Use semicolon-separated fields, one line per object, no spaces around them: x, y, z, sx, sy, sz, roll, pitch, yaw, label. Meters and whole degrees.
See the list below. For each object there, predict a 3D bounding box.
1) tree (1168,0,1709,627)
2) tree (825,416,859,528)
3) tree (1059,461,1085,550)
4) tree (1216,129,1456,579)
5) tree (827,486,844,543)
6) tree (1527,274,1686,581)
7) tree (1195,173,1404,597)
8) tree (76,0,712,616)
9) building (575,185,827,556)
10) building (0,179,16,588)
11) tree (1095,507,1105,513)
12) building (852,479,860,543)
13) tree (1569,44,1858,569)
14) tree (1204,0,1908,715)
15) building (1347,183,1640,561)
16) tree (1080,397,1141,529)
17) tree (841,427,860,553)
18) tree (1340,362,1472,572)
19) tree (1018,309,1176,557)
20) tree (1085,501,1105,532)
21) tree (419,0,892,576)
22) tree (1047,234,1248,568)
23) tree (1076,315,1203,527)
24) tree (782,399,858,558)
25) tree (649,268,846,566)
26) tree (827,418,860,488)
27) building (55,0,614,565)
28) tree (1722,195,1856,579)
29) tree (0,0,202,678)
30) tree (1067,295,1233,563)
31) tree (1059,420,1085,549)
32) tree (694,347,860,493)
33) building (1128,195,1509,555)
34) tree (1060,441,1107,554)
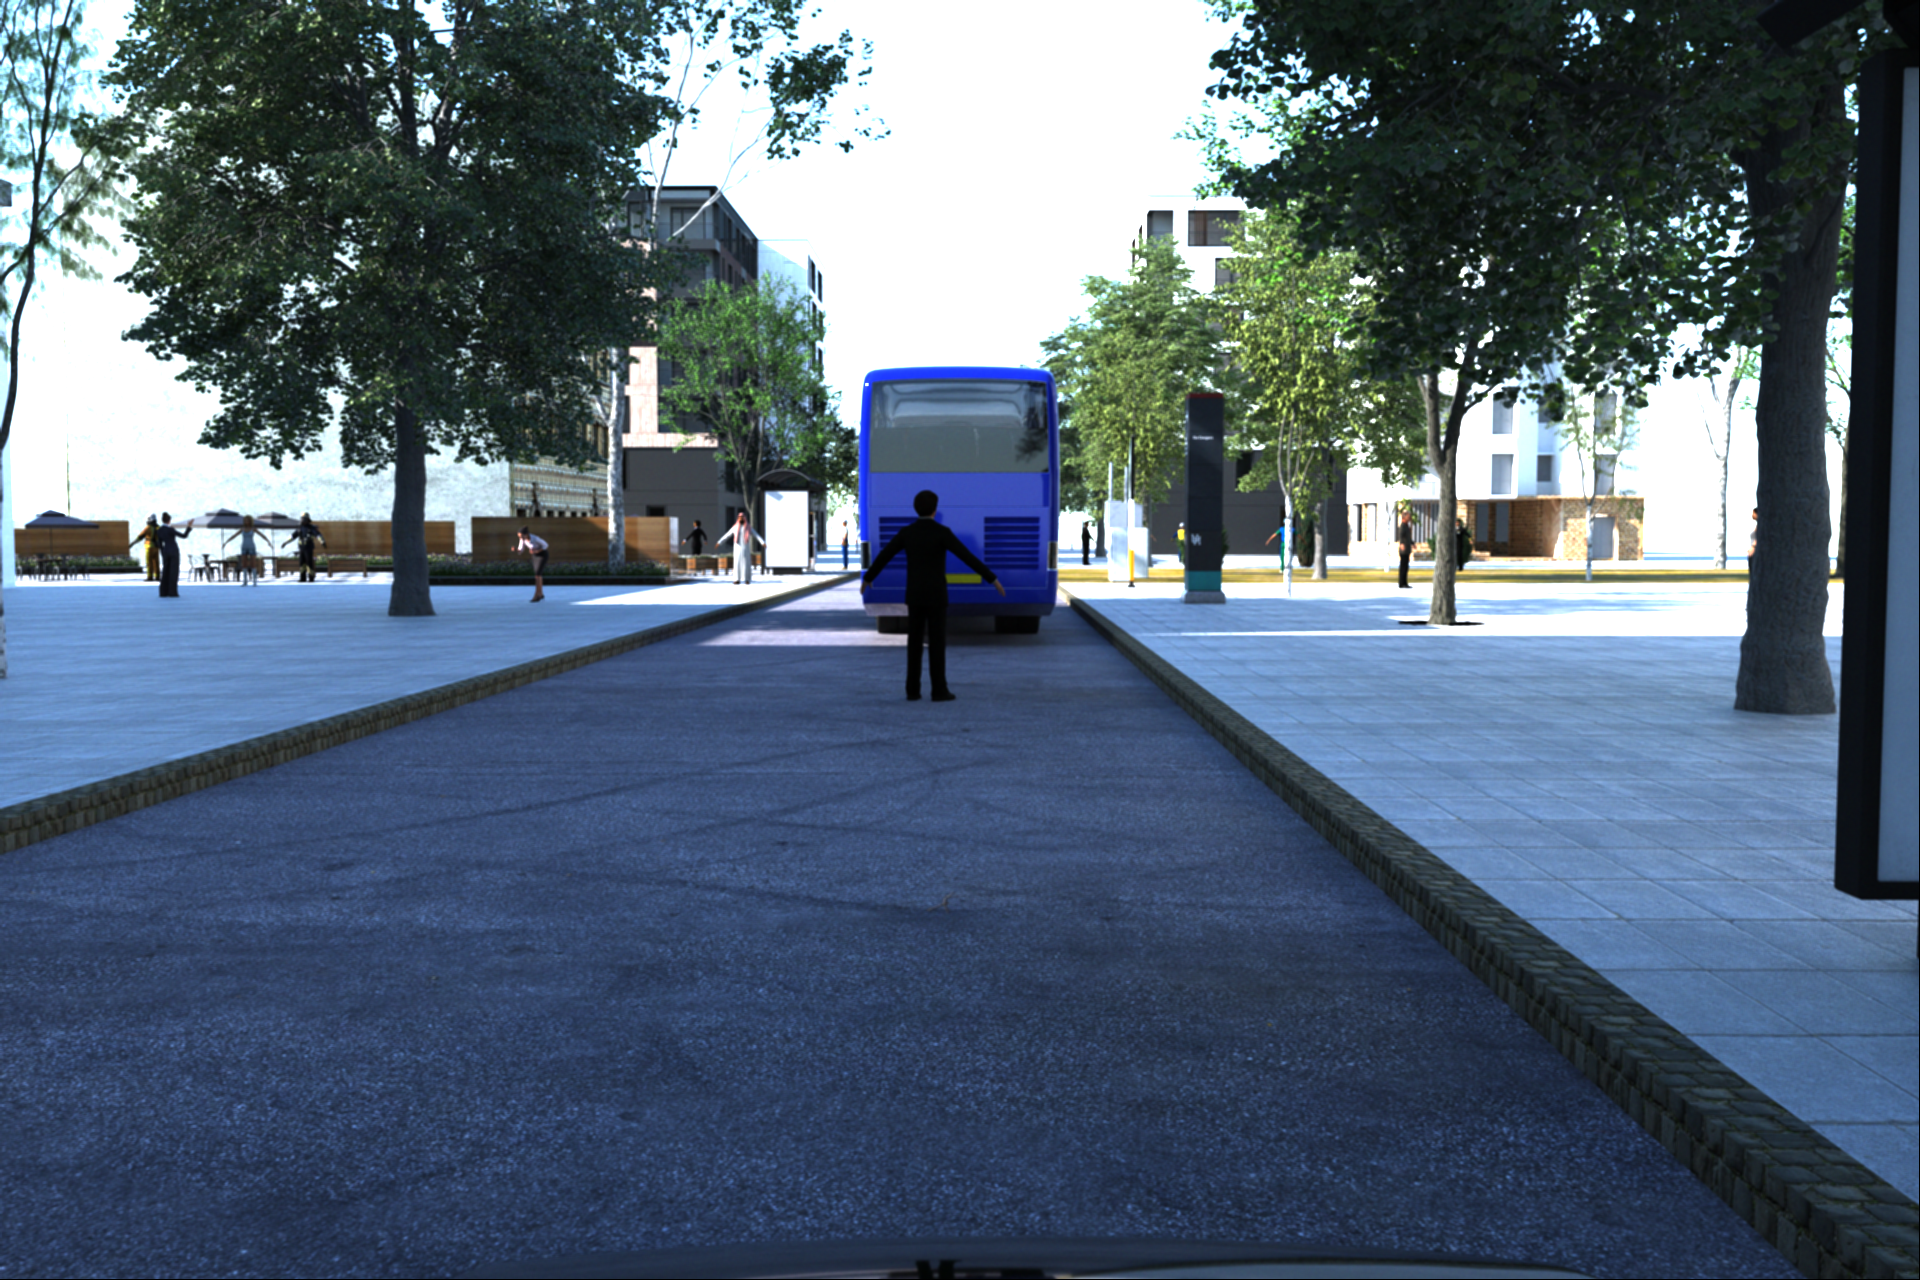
6.777;-6.008;23.988;9.928;11.665;9.643;0;3;0;tree
-6.859;-9.388;103.853;4.737;8.622;4.395;0;3;0;tree
9.279;-11.762;142.677;4.360;8.622;3.978;0;3;0;tree
10.641;-8.019;49.238;7.486;12.596;7.792;0;3;0;tree
-17.662;-17.496;236.416;4.737;8.622;4.395;0;3;0;tree
17.405;-5.961;47.825;4.360;8.622;3.978;0;3;0;tree
6.967;-5.192;35.257;4.737;8.622;4.395;0;3;0;tree
-8.640;-7.361;27.005;9.857;13.997;8.962;0;3;0;tree
-24.515;-16.773;118.218;27.936;21.610;32.646;0;4;1;building
-23.641;-5.223;27.538;9.099;9.664;28.070;0;4;1;building
21.408;-17.797;241.347;4.360;8.622;3.978;0;3;0;tree
-0.594;-18.087;240.322;28.070;9.664;9.099;0;4;4;building
28.632;-12.773;64.734;12.611;20.169;13.585;0;3;0;tree
5.905;-6.458;12.239;9.857;13.997;8.962;0;3;0;tree
26.464;-14.531;94.007;16.016;20.090;11.380;0;4;1;building
7.883;-8.461;88.697;4.737;8.622;4.395;0;3;0;tree
-7.140;-10.150;116.316;4.360;8.622;3.978;0;3;0;tree
14.772;-6.624;58.660;4.737;8.622;4.395;0;3;0;tree
7.773;-11.612;96.504;9.857;13.997;8.962;0;3;0;tree
18.918;-17.478;236.129;4.737;8.622;4.395;0;3;0;tree
-8.169;-11.538;44.531;12.611;20.169;13.585;0;3;0;tree
7.205;-9.011;65.453;7.486;12.596;7.792;0;3;0;tree
6.090;-6.659;59.233;4.737;8.622;4.395;0;3;0;tree
-7.516;-8.628;91.437;4.737;8.622;4.395;0;3;0;tree
-8.392;-8.768;69.118;9.928;11.665;9.643;0;3;0;tree
-6.244;-14.325;144.591;12.009;13.543;11.850;0;3;0;tree
-27.246;-15.207;79.555;19.493;23.208;18.063;0;4;2;building
25.887;-7.606;50.109;9.928;11.665;9.643;0;3;0;tree
-8.483;-3.955;15.021;4.360;8.622;3.978;0;3;0;tree
8.199;-9.179;75.827;9.928;11.665;9.643;0;3;0;tree
8.443;-13.782;151.089;9.928;11.665;9.643;0;3;0;tree
-7.998;-9.003;81.608;8.767;10.594;7.601;-3;5;-43;tree
25.428;-16.934;120.849;27.936;21.610;32.646;0;4;1;building
7.915;-9.918;112.515;4.360;8.622;3.978;0;3;0;tree
